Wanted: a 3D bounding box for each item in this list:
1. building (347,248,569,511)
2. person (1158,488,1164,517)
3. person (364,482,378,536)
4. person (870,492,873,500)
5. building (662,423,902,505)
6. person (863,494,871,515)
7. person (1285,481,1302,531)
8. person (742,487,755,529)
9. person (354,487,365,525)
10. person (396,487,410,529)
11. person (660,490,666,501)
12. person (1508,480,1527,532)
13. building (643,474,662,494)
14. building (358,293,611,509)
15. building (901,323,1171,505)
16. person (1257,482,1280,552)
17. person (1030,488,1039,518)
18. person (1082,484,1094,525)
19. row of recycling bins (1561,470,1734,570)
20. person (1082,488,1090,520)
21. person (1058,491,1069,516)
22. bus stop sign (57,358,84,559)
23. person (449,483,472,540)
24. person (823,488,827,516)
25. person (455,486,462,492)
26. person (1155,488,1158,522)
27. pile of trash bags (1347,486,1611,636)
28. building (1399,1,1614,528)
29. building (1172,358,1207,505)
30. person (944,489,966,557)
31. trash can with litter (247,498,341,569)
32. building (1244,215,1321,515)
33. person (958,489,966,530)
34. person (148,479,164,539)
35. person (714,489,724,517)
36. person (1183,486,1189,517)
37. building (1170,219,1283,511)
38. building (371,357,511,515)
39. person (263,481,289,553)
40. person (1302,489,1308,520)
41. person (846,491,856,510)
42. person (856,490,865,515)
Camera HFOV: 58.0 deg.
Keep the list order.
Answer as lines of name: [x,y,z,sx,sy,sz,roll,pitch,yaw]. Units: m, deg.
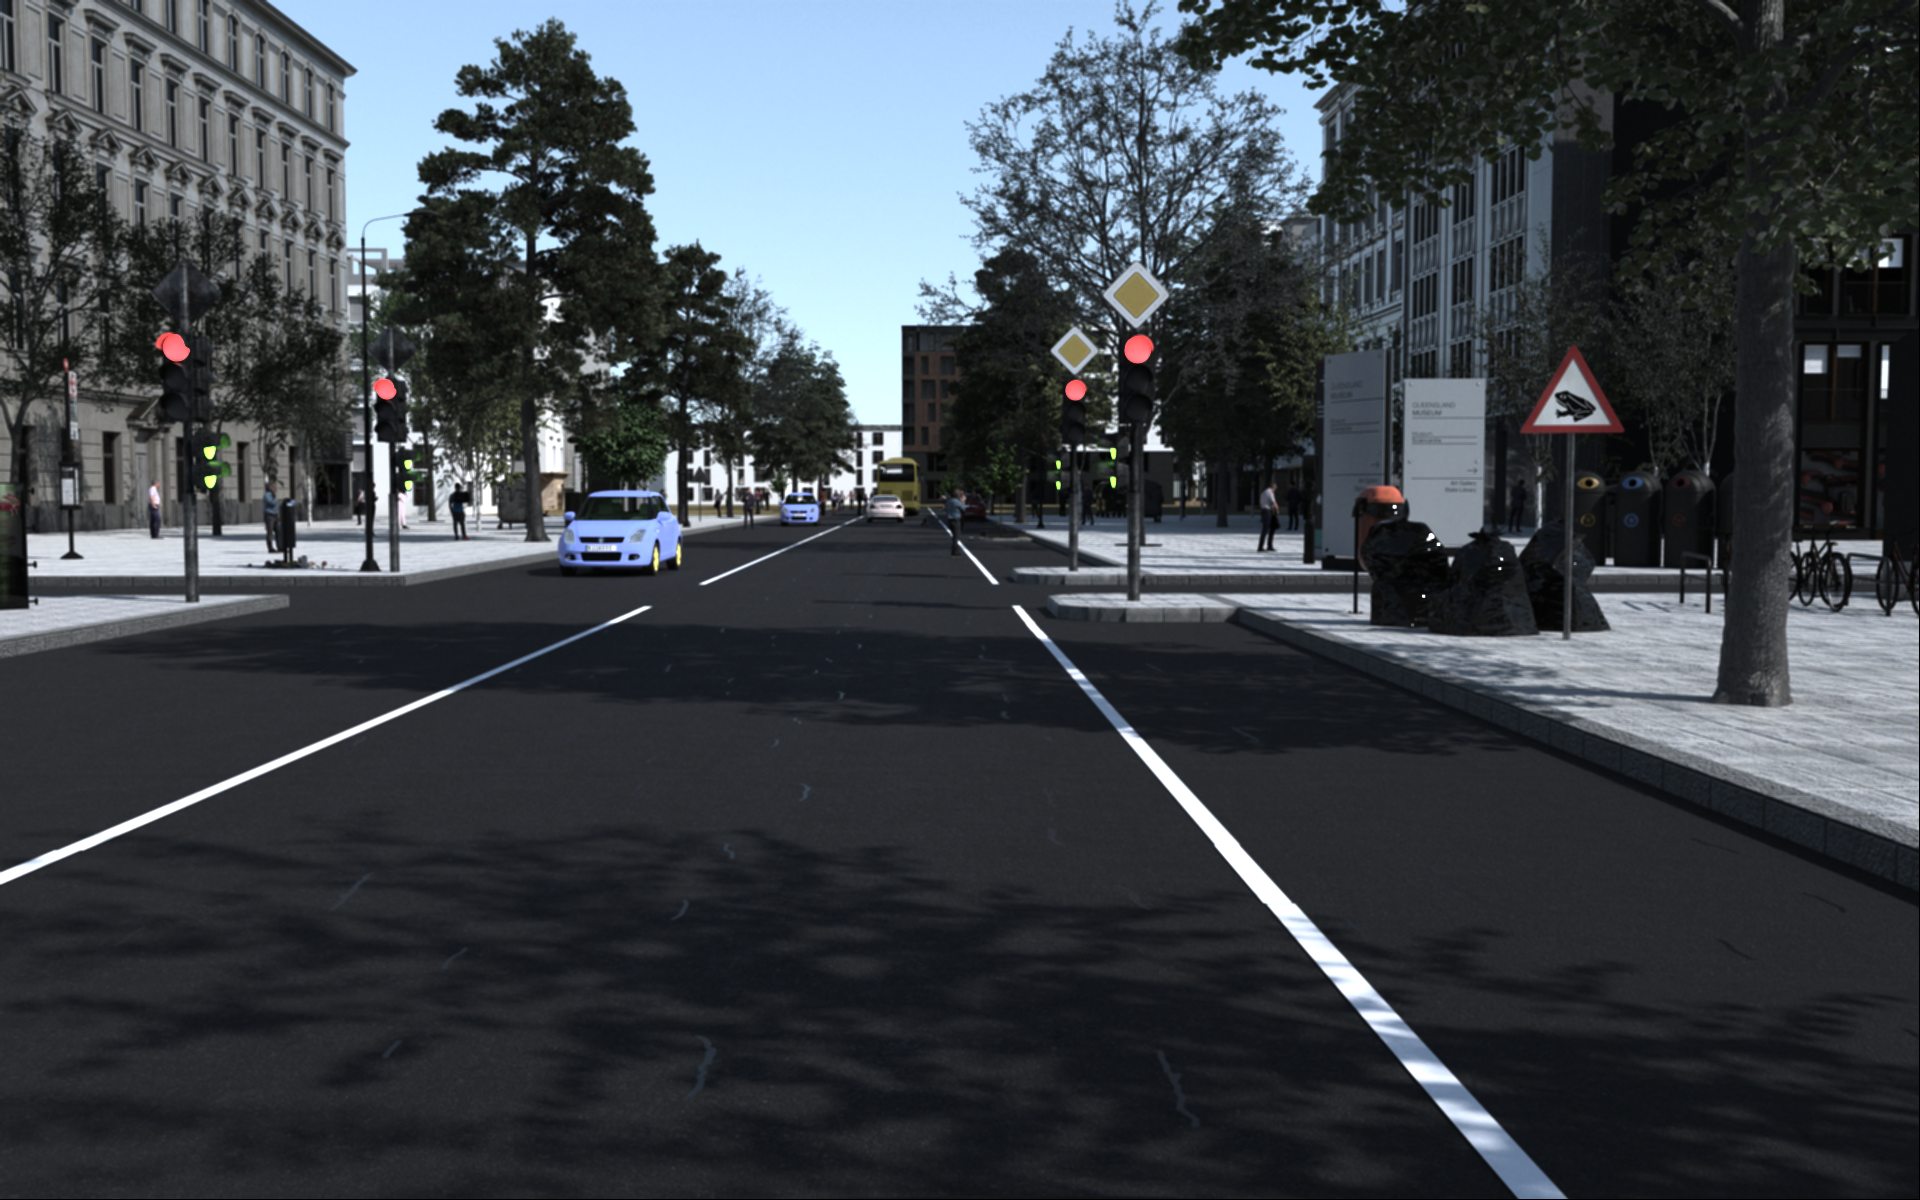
building: [-40.055,-17.206,137.736,16.016,20.091,11.380,0,4,-1]
person: [11.004,-5.524,96.915,0.990,1.755,0.434,-2,4,-28]
person: [-18.140,-2.804,53.357,0.415,1.643,0.593,-1,4,-12]
person: [-9.022,-10.364,179.417,0.593,1.643,0.415,0,4,-7]
building: [-21.141,-16.396,210.220,28.070,9.664,9.099,0,4,-1]
person: [-6.531,-6.638,120.249,0.991,1.433,0.599,0,4,2]
person: [11.712,-3.324,61.099,0.576,1.737,0.504,-3,4,-38]
person: [-8.681,-3.767,71.005,0.541,1.710,0.530,0,4,0]
person: [-24.745,-3.877,71.650,0.590,1.554,0.614,1,4,13]
person: [-20.693,-3.499,63.918,0.621,1.740,0.551,1,4,12]
person: [-16.262,-5.248,94.395,0.480,1.512,0.613,-2,4,-27]
person: [18.850,-3.181,58.504,0.683,1.767,0.568,3,5,40]
building: [-49.896,-16.425,210.691,28.070,9.664,9.099,0,4,-1]
building: [-47.800,-17.434,151.504,31.486,18.905,16.747,0,4,-1]
building: [8.953,-23.038,220.650,32.646,21.610,27.936,0,4,-1]
person: [6.857,-1.852,38.538,0.590,1.554,0.614,-1,4,-14]
person: [4.103,-5.232,93.448,0.647,1.594,0.662,2,4,23]
person: [5.328,-4.023,72.745,0.530,1.710,0.541,-3,4,-38]
row of recycling bins: [12.278,-1.420,30.330,3.534,1.692,1.069,3,5,39]
person: [6.226,-4.754,85.840,0.516,1.574,0.319,0,4,0]
person: [5.975,-5.694,99.833,0.600,1.739,0.565,0,4,8]
bus stop sign: [-17.620,-2.793,34.373,0.416,3.939,0.855,-1,4,-12]
person: [-13.893,-2.465,48.223,0.647,1.594,0.662,0,4,-5]
person: [-8.948,-6.412,113.424,0.705,1.812,1.348,0,4,-6]
person: [-24.672,-4.810,85.354,0.621,1.740,0.551,3,4,39]
person: [9.106,-4.445,80.587,0.647,1.594,0.662,-3,4,-36]
pile of trash bags: [4.864,-0.463,17.315,1.912,1.369,3.447,-1,4,-16]
building: [27.799,-15.691,74.562,12.078,24.808,19.932,0,4,-1]
building: [31.105,-21.961,215.476,11.380,20.091,16.016,0,4,-1]
person: [-0.110,-1.736,39.104,0.429,1.552,0.499,-1,4,-15]
trash can with litter: [-11.737,-1.202,30.711,1.678,1.210,2.233,-1,4,-11]
building: [28.692,-16.340,123.582,16.016,20.091,11.380,0,4,-1]
person: [-0.027,-3.568,68.293,0.566,1.644,0.517,-1,4,-22]
person: [-23.109,-2.619,49.795,0.436,1.711,0.756,-1,4,-17]
person: [-13.495,-5.424,96.945,0.614,1.554,0.590,2,4,29]
person: [12.448,-5.454,95.920,0.504,1.737,0.576,1,4,13]
building: [34.262,-18.451,145.655,27.936,21.610,32.646,0,4,-1]
building: [-35.187,-10.785,118.484,9.099,9.664,28.070,0,4,-1]
person: [-14.861,-1.788,37.486,0.429,1.552,0.499,2,4,27]
person: [17.234,-4.752,86.004,0.482,1.546,0.388,0,4,-7]
person: [-9.682,-8.926,155.153,1.217,1.743,0.721,-2,4,-33]
person: [-6.849,-6.719,119.173,0.721,1.723,1.217,1,4,20]
